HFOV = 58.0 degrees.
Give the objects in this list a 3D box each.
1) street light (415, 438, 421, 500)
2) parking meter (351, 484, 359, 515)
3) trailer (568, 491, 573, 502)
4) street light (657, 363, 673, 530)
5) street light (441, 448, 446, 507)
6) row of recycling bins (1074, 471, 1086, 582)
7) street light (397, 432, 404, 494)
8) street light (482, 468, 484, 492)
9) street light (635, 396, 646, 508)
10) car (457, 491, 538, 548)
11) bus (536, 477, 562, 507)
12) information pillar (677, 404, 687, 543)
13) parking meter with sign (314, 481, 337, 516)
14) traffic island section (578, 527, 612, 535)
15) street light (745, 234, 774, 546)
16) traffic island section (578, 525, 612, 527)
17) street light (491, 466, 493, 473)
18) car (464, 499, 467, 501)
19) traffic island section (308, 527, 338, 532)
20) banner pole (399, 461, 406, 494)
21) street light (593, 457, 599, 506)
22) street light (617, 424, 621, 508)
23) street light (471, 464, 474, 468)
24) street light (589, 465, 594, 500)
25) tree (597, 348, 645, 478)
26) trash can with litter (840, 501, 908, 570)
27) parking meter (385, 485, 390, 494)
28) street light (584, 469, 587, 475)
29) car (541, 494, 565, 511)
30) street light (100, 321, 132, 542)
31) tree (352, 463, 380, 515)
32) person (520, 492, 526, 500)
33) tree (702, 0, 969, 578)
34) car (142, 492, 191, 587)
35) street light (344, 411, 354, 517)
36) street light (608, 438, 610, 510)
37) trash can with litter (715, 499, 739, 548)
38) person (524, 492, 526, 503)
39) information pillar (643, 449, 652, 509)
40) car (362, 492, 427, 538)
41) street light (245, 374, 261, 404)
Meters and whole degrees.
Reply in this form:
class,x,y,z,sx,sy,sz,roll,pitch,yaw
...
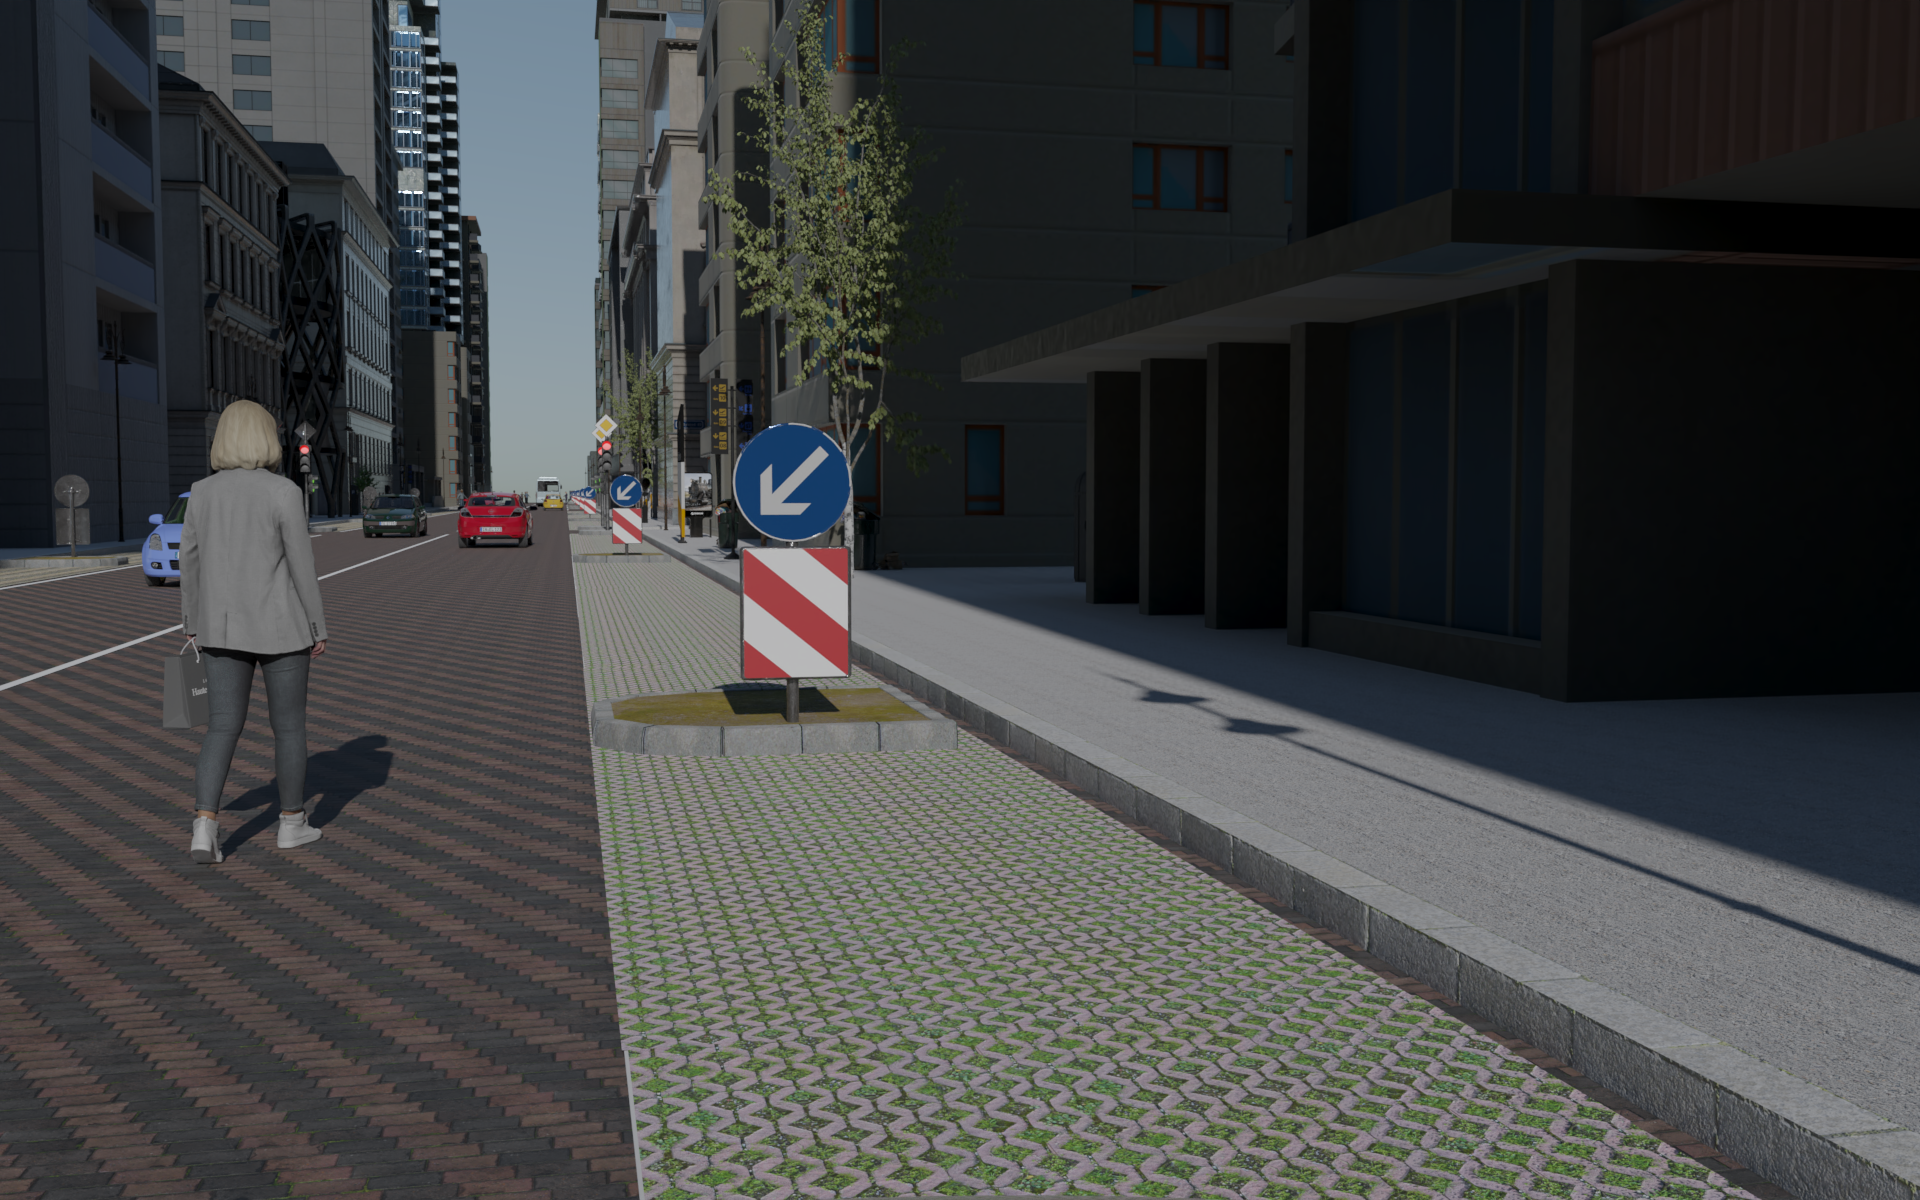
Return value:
class,x,y,z,sx,sy,sz,roll,pitch,yaw
street light,-44.306,-10.340,141.851,0.468,5.910,1.993,-1,4,-13
parking meter,-36.274,-6.000,103.813,0.399,1.863,0.255,1,4,15
trailer,-65.257,-17.407,291.658,1.471,1.999,3.904,-1,4,-12
street light,-10.396,-5.400,61.072,0.468,5.910,1.993,-1,4,-13
street light,-51.210,-12.172,171.799,0.468,5.910,1.993,-1,4,-13
row of recycling bins,3.276,-1.155,26.002,3.534,1.692,1.069,-2,4,-28
street light,-40.728,-9.381,126.159,0.468,5.910,1.993,-1,4,-13
street light,-69.319,-17.068,251.854,0.468,5.910,1.993,-1,4,-13
street light,-15.120,-6.677,81.960,0.468,5.910,1.993,-1,4,-13
car,-12.695,-2.348,47.438,2.155,1.783,4.494,-1,4,-11
bus,-46.748,-12.356,196.884,2.948,3.499,13.247,-1,4,-13
information pillar,-7.277,-3.293,45.193,0.183,3.616,0.504,-1,4,-21
parking meter with sign,-38.136,-6.554,103.413,0.543,3.016,1.738,3,4,39
traffic island section,-12.410,-2.374,61.100,2.009,0.180,2.903,-1,4,-13
street light,-3.506,-3.548,30.799,0.468,5.910,1.993,-1,4,-13
traffic island section,-14.183,-2.851,68.887,2.009,0.180,2.903,-1,4,-13
street light,-76.088,-18.887,281.583,0.468,5.910,1.993,-1,4,-13
car,-30.711,-6.245,111.142,2.155,1.783,4.494,-1,4,-13
traffic island section,-25.049,-2.700,66.426,2.009,0.180,2.903,-1,4,-13
banner pole,-41.540,-8.517,129.267,0.401,3.779,0.863,1,4,23
street light,-38.983,-13.091,186.831,0.468,5.910,1.993,-1,4,-13
street light,-22.060,-8.533,112.307,0.468,5.910,1.993,-1,4,-13
street light,-62.570,-15.245,222.040,0.468,5.910,1.993,-1,4,-13
street light,-45.860,-14.924,216.801,0.468,5.910,1.993,-1,4,-13
tree,-15.636,-8.275,85.653,4.737,8.622,4.395,0,3,0
trash can with litter,-1.455,-1.099,29.349,1.055,1.170,0.624,-2,4,-27
parking meter,-36.811,-6.465,111.413,0.255,1.863,0.399,0,4,3
street light,-57.382,-18.040,267.747,0.468,5.910,1.993,-1,4,-13
car,-35.437,-8.603,150.879,2.015,1.641,3.980,-1,4,-14
street light,-22.501,-4.496,46.302,0.468,5.910,1.993,-1,4,-13
tree,-36.266,-6.808,105.914,1.663,3.219,1.824,0,3,0
person,-63.703,-14.843,251.904,1.217,1.735,0.721,0,4,-6
tree,-1.702,-4.618,25.866,4.737,8.622,4.395,0,3,0
car,-11.994,-1.130,28.075,1.945,1.707,3.694,-1,4,-11
street light,-33.966,-7.559,96.374,0.468,5.910,1.993,-1,4,-13
street light,-28.794,-10.352,142.044,0.468,5.910,1.993,-1,4,-13
trash can with litter,-5.604,-1.818,41.116,0.624,1.170,1.055,-1,4,-20
person,-67.057,-15.810,267.128,0.705,1.807,1.348,-2,4,-32
information pillar,-16.055,-5.967,88.920,0.504,3.616,0.183,1,4,18
car,-18.898,-2.948,57.985,2.009,1.686,4.222,-1,4,-11
street light,-27.184,-5.741,66.648,0.468,5.910,1.993,-1,4,-13
